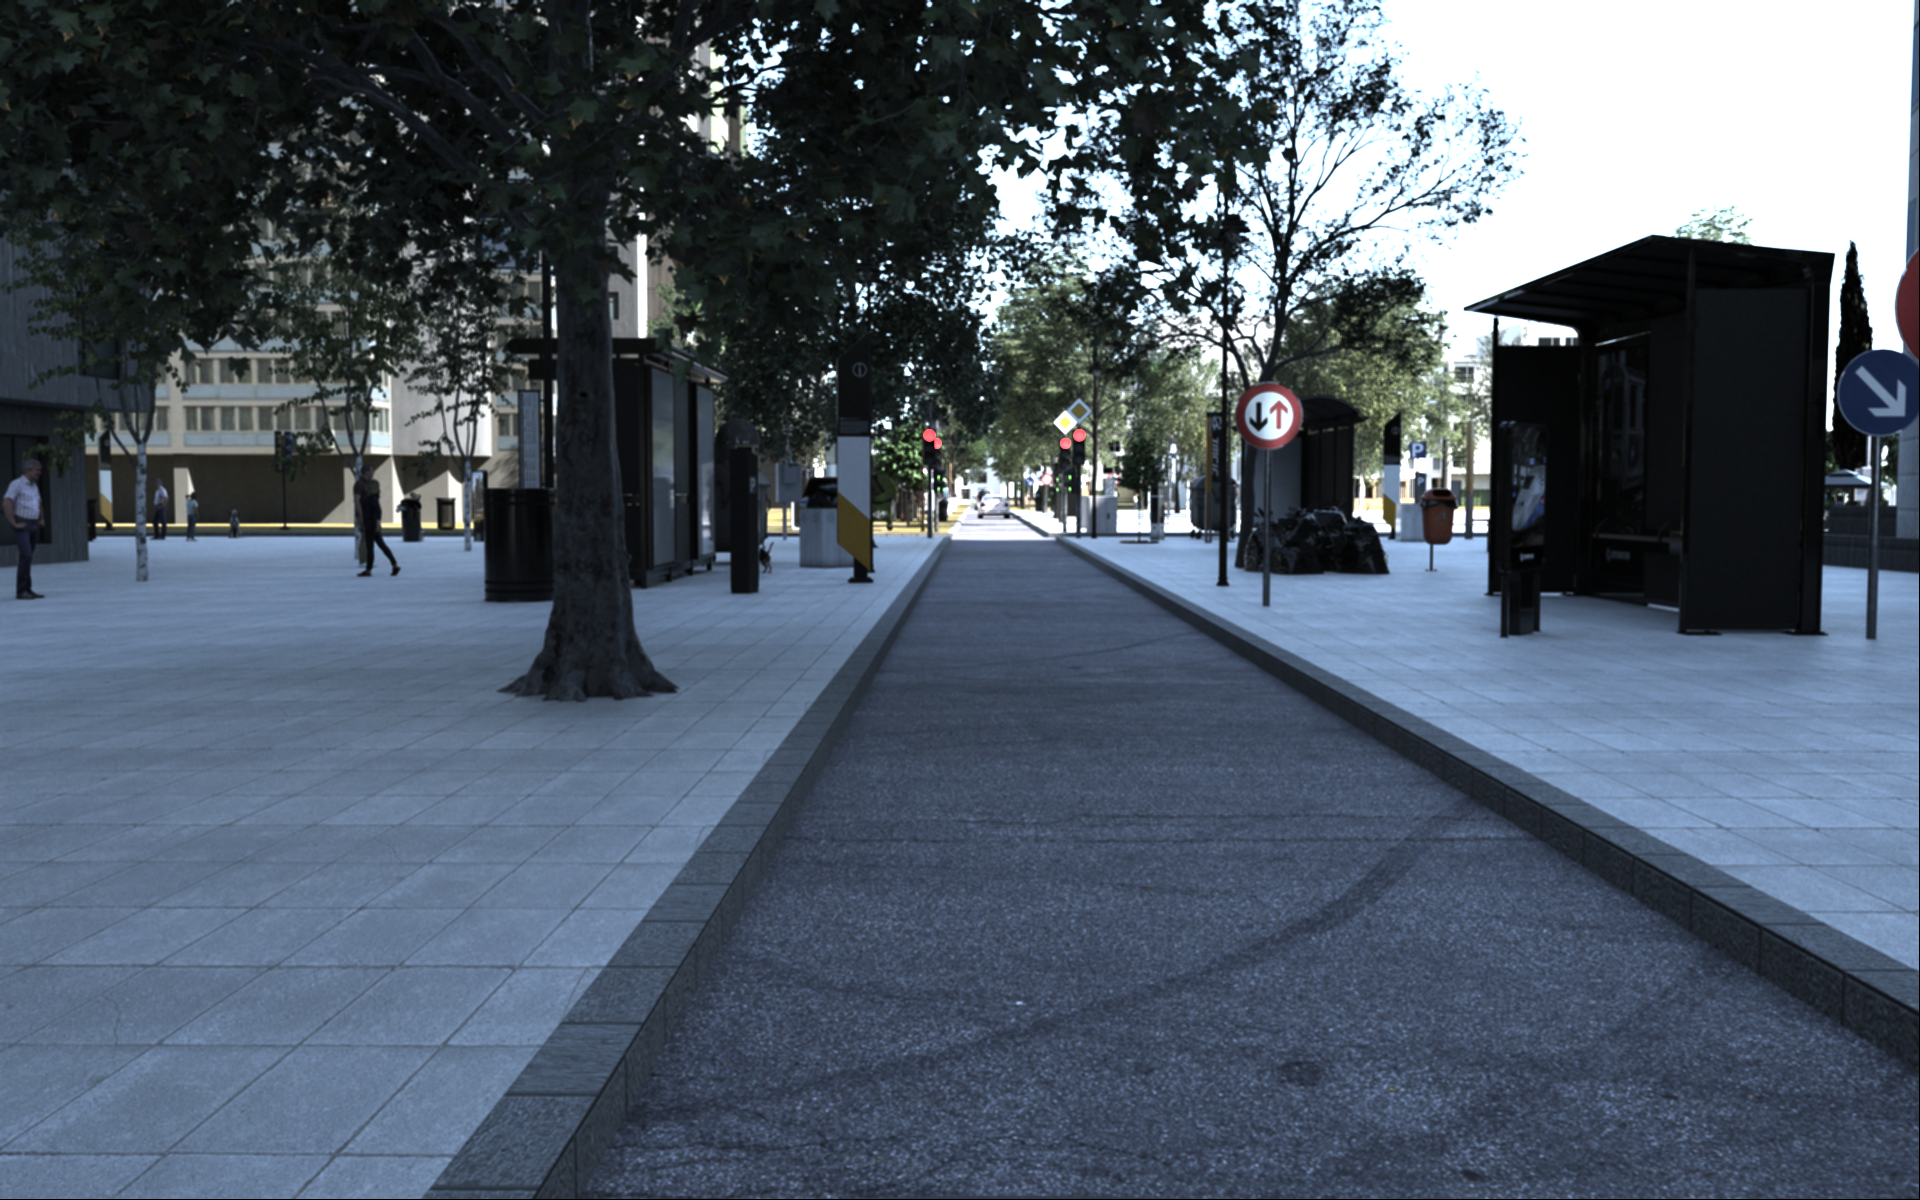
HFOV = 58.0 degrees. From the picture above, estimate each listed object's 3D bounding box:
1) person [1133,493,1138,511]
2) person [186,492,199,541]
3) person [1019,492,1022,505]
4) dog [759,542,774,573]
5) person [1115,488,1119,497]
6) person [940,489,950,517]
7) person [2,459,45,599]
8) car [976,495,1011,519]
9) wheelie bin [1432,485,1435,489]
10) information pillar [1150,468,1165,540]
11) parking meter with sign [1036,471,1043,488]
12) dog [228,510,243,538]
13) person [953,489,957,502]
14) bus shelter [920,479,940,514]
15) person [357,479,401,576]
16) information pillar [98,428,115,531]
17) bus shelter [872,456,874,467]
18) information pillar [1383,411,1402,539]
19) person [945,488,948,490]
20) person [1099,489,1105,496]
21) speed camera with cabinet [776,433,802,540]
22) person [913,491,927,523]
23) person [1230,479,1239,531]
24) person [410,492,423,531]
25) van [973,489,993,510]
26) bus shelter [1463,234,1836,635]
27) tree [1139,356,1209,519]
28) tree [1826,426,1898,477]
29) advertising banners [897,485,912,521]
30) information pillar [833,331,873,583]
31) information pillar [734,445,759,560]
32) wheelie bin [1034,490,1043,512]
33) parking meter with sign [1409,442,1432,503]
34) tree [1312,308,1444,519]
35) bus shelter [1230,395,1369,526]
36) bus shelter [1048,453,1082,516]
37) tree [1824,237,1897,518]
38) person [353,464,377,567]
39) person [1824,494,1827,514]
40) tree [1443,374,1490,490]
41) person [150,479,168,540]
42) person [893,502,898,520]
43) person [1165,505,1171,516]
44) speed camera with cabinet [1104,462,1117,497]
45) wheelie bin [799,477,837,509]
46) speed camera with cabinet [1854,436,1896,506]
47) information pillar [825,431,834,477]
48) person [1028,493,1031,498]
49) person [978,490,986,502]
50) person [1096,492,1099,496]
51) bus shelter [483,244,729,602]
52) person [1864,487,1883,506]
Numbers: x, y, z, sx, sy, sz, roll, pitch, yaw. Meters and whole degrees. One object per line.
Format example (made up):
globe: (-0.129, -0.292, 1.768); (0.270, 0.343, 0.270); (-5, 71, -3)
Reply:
person: (13.177, -7.312, 129.503); (0.340, 1.345, 0.435); (2, 4, 35)
person: (-20.917, -2.276, 47.158); (0.435, 1.345, 0.340); (0, 4, 3)
person: (7.336, -12.153, 205.273); (0.750, 1.759, 0.617); (3, 5, 42)
dog: (-3.258, -0.688, 28.080); (0.406, 0.507, 0.540); (0, 4, 2)
person: (15.978, -10.531, 177.852); (0.705, 1.869, 1.348); (3, 5, 43)
person: (-0.852, -5.504, 96.165); (0.598, 1.807, 0.434); (-1, 4, -10)
person: (-11.445, -0.878, 21.330); (0.436, 1.711, 0.756); (1, 4, 10)
car: (1.988, -5.495, 102.209); (2.083, 1.381, 4.827); (0, 3, 0)
wheelie bin: (16.801, -3.313, 62.078); (0.693, 1.594, 0.980); (-1, 4, -17)
information pillar: (5.546, -2.698, 48.606); (0.304, 2.012, 0.304); (3, 5, 41)
parking meter with sign: (6.217, -8.337, 132.565); (0.543, 3.016, 1.738); (1, 4, 11)
dog: (-21.206, -2.233, 50.889); (0.513, 0.831, 0.800); (1, 4, 20)
person: (-0.447, -9.175, 156.965); (0.541, 1.710, 0.530); (-3, 4, -36)
bus shelter: (-2.046, -7.222, 112.004); (2.014, 3.302, 5.546); (0, 4, 1)
person: (-9.120, -1.134, 27.126); (0.613, 1.512, 0.480); (-3, 4, -37)
information pillar: (-29.853, -4.230, 60.515); (0.183, 3.616, 0.504); (1, 4, 17)
bus shelter: (-4.653, -6.650, 100.005); (1.731, 3.624, 6.357); (0, 4, 1)
information pillar: (12.215, -3.520, 48.915); (0.504, 3.616, 0.183); (2, 4, 25)
person: (-1.246, -7.926, 136.462); (0.721, 1.723, 1.217); (0, 4, 7)
person: (16.392, -11.708, 197.474); (1.348, 1.824, 0.705); (1, 4, 17)
speed camera with cabinet: (-4.173, -3.350, 49.101); (2.038, 3.252, 0.660); (-1, 4, -14)
person: (-1.778, -4.380, 77.777); (0.598, 1.807, 0.434); (2, 4, 30)
person: (9.475, -3.300, 60.126); (0.434, 1.807, 0.598); (2, 4, 25)
person: (-18.950, -3.084, 60.379); (0.435, 1.345, 0.340); (0, 4, -6)
van: (2.135, -8.973, 153.714); (2.013, 2.044, 4.112); (0, 4, -1)
bus shelter: (7.141, -1.682, 18.780); (1.731, 3.624, 6.357); (0, 4, 1)
tree: (11.992, -8.502, 89.376); (4.737, 8.622, 4.395); (0, 3, 0)
tree: (59.335, -9.538, 118.850); (11.467, 7.101, 20.602); (0, 4, -3)
advertising banners: (-2.694, -5.234, 81.767); (0.090, 3.025, 2.074); (-2, 4, -24)
information pillar: (-1.521, -2.057, 24.990); (0.504, 3.616, 0.183); (-1, 4, -14)
information pillar: (-3.179, -1.307, 25.860); (0.304, 2.012, 0.304); (0, 4, 5)
wheelie bin: (5.795, -7.283, 126.979); (0.693, 1.594, 0.980); (0, 4, 8)
parking meter with sign: (15.782, -3.832, 58.914); (0.543, 3.016, 1.738); (2, 4, 30)
tree: (15.450, -7.048, 65.605); (4.737, 8.622, 4.395); (0, 3, 0)
bus shelter: (7.382, -2.711, 38.250); (2.014, 3.302, 5.546); (0, 4, 0)
bus shelter: (6.099, -6.679, 100.477); (1.731, 3.624, 6.357); (0, 4, 0)
tree: (51.349, -11.441, 88.883); (18.604, 14.587, 13.155); (3, 4, 37)
person: (-10.423, -1.484, 30.428); (0.434, 1.807, 0.598); (1, 4, 8)
person: (19.846, -1.955, 40.214); (0.499, 1.552, 0.429); (2, 4, 24)
tree: (30.804, -9.501, 105.709); (4.737, 8.622, 4.395); (0, 3, 0)
person: (-22.555, -2.554, 48.737); (0.436, 1.711, 0.756); (-2, 4, -33)
person: (-3.288, -4.774, 84.240); (0.875, 1.805, 0.789); (-1, 4, -23)
person: (11.757, -5.243, 99.687); (0.695, 0.859, 0.347); (0, 4, -7)
speed camera with cabinet: (8.560, -6.367, 98.428); (0.660, 3.252, 2.038); (1, 4, 9)
wheelie bin: (-2.493, -1.484, 32.179); (0.980, 1.594, 0.693); (-3, 4, -38)
speed camera with cabinet: (31.608, -3.950, 58.916); (2.038, 3.252, 0.660); (1, 4, 20)
information pillar: (-3.563, -3.479, 48.228); (0.183, 3.616, 0.504); (-3, 5, -40)
person: (8.727, -12.628, 215.695); (0.721, 1.743, 1.217); (0, 4, 1)
person: (1.511, -6.553, 116.456); (0.655, 1.722, 0.431); (-1, 4, -9)
person: (16.877, -12.596, 215.122); (1.217, 1.739, 0.721); (0, 4, -4)
bus shelter: (-5.018, -2.881, 24.742); (2.179, 5.291, 8.768); (0, 4, 1)
person: (23.174, -2.296, 44.107); (0.617, 1.759, 0.750); (0, 4, -4)
